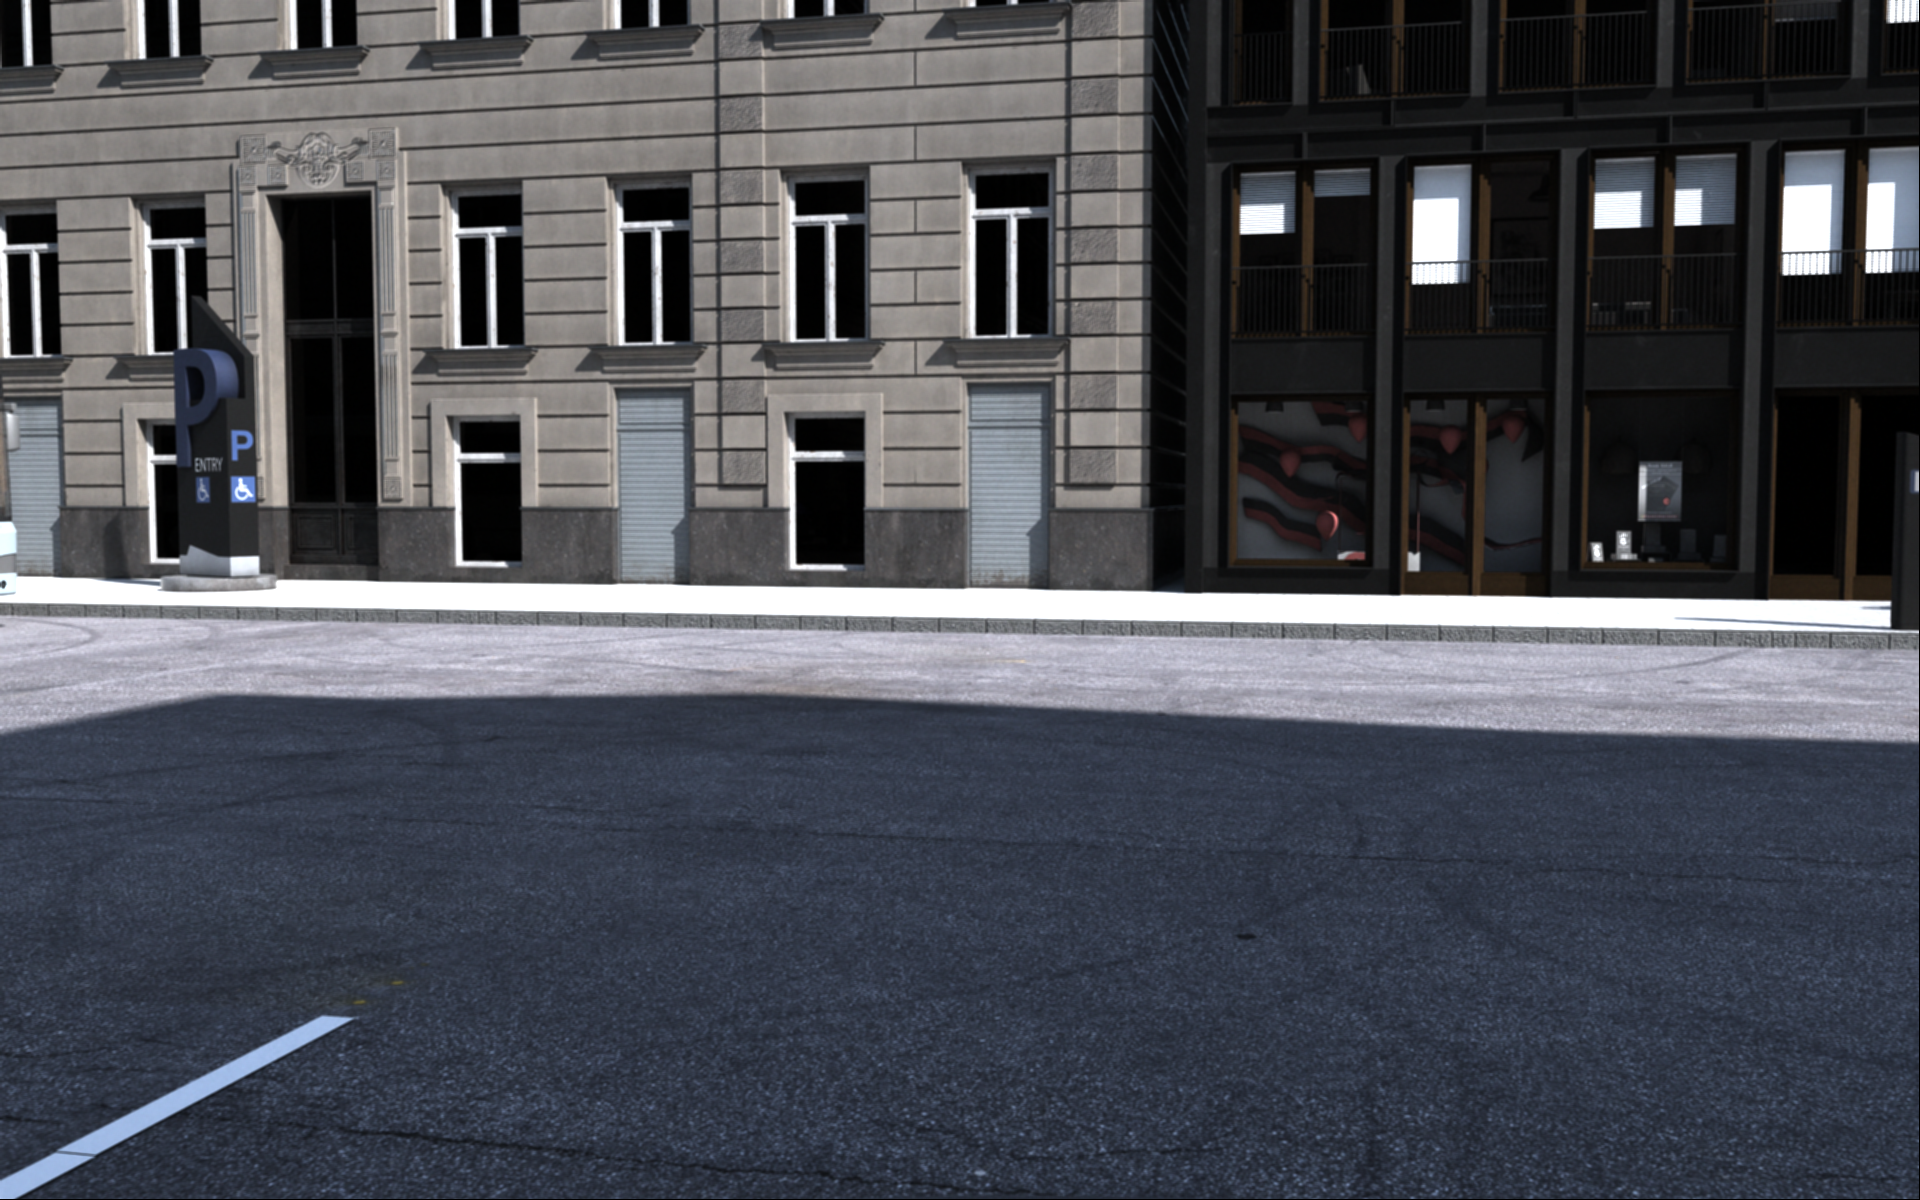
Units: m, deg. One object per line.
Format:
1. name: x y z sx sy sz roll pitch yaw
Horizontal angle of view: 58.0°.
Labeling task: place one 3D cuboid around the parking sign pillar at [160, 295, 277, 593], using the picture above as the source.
1. parking sign pillar: -9.949 -2.121 23.157 1.447 3.967 1.447 3 4 37

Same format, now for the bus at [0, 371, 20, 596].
1. bus: -15.909 -1.437 18.356 13.247 3.499 2.948 1 4 11

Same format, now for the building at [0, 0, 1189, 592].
1. building: -8.059 -14.239 30.068 25.104 27.353 12.463 1 4 13

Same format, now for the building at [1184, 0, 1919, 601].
1. building: 11.954 -12.001 25.899 15.834 23.373 12.332 1 4 13

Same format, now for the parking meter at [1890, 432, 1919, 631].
1. parking meter: 9.031 -0.648 16.306 0.399 1.863 0.255 1 4 14
